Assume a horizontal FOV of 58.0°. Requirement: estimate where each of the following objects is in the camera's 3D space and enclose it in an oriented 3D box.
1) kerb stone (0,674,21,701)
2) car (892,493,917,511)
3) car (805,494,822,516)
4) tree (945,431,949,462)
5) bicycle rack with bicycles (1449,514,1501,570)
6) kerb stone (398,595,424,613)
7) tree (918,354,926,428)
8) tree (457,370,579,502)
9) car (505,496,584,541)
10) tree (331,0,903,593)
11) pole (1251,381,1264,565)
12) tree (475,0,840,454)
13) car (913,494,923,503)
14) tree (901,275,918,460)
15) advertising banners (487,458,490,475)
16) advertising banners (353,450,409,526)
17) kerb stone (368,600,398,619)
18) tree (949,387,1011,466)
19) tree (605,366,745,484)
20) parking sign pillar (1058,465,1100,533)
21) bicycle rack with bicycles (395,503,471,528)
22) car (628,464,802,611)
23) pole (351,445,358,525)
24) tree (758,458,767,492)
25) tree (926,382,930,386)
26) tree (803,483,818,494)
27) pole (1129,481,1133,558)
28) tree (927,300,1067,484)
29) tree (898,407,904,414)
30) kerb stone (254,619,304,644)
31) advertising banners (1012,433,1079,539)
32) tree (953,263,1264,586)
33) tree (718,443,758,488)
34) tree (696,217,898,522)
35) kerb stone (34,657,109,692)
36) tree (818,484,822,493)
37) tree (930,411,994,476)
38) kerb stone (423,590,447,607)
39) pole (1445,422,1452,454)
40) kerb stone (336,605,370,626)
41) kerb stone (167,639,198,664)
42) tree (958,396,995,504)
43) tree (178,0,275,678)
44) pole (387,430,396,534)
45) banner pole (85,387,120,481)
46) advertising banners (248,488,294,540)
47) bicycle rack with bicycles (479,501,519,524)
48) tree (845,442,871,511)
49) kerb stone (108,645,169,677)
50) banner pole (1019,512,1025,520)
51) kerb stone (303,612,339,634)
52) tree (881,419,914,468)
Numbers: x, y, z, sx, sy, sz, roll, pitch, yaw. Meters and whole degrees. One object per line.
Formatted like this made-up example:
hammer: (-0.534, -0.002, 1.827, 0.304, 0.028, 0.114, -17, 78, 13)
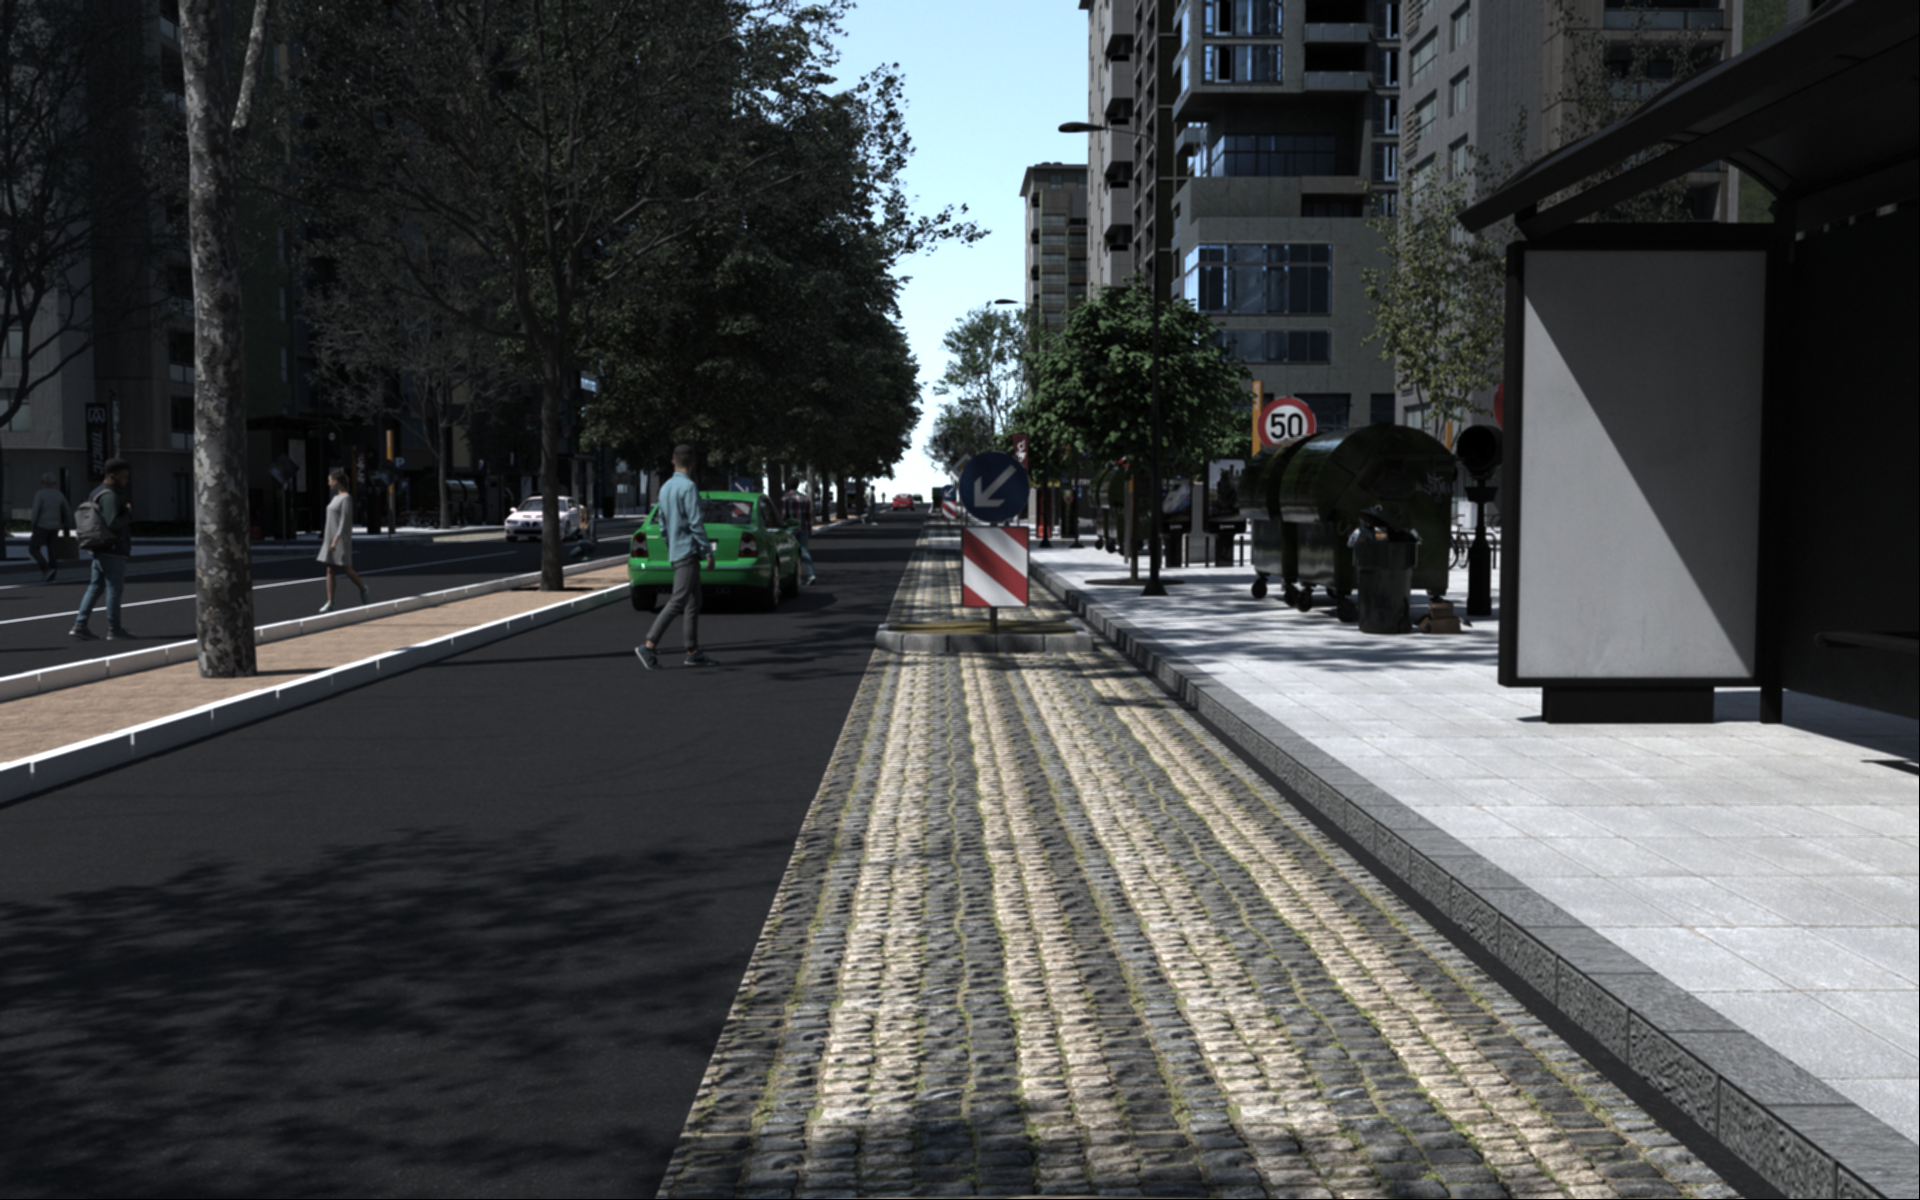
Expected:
kerb stone: (-6.656, 0.633, 11.911, 0.120, 0.150, 1.000, 0, 4, -1)
car: (-4.830, -8.591, 149.498, 2.155, 1.783, 4.494, 0, 4, 1)
car: (-10.128, -6.324, 115.407, 2.014, 1.417, 4.499, 0, 4, -1)
tree: (0.904, -12.551, 155.578, 4.360, 8.622, 3.978, 0, 3, 0)
bicycle rack with bicycles: (7.996, -1.022, 30.090, 2.852, 0.926, 2.925, -1, 4, -12)
kerb stone: (-6.779, 0.065, 21.131, 0.120, 0.150, 1.000, 0, 4, -1)
tree: (-6.568, -11.431, 96.003, 9.857, 13.997, 8.962, 0, 3, 0)
tree: (-19.666, -7.847, 78.662, 4.360, 8.622, 3.978, 0, 3, 0)
car: (-12.828, -2.542, 53.928, 2.083, 1.381, 4.827, 0, 4, -1)
tree: (-6.063, -6.881, 25.325, 12.009, 13.543, 11.850, 0, 3, 0)
pole: (5.381, -2.293, 31.340, 0.158, 3.312, 0.155, 0, 3, 0)
tree: (-5.952, -7.859, 37.615, 9.857, 13.997, 8.962, 0, 3, 0)
car: (-6.972, -16.732, 282.356, 1.959, 1.807, 4.718, 0, 4, -3)
tree: (-6.007, -9.006, 56.354, 9.857, 13.997, 8.962, 0, 3, 0)
advertising banners: (-22.812, -5.409, 84.625, 0.090, 3.025, 2.074, 0, 4, 1)
advertising banners: (-23.329, -4.501, 69.774, 2.074, 3.025, 0.090, -1, 4, -14)
kerb stone: (-6.770, 0.128, 20.103, 0.120, 0.150, 1.000, 0, 4, -1)
tree: (1.875, -10.215, 117.378, 4.360, 8.622, 3.978, 0, 3, 0)
tree: (-19.413, -12.278, 117.747, 9.611, 12.733, 9.660, 0, 3, 0)
parking sign pillar: (3.946, -4.195, 57.055, 1.447, 3.967, 1.447, 2, 4, 32)
bicycle rack with bicycles: (-20.129, -3.211, 65.889, 2.925, 0.926, 2.852, -1, 4, -12)
car: (-3.121, -0.849, 22.683, 1.959, 1.807, 4.718, 0, 4, 1)
pole: (-25.348, -4.810, 72.480, 0.158, 3.312, 0.155, 0, 3, 0)
tree: (-20.618, -13.443, 170.149, 4.737, 8.622, 4.395, 0, 3, 0)
tree: (-6.421, -12.345, 110.946, 9.857, 13.997, 8.962, 0, 3, 0)
tree: (-21.554, -15.283, 244.479, 1.663, 3.219, 1.824, 0, 3, 0)
pole: (3.432, -2.503, 34.775, 0.158, 3.312, 0.155, 0, 3, 0)
tree: (2.219, -10.142, 91.581, 9.928, 11.665, 9.643, 0, 3, 0)
tree: (-6.717, -10.196, 87.288, 7.486, 12.596, 7.792, 0, 3, 0)
kerb stone: (-6.726, 0.316, 17.033, 0.120, 0.150, 1.000, 0, 4, -1)
advertising banners: (2.442, -3.275, 49.738, 2.074, 3.025, 0.090, 2, 4, 24)
tree: (2.541, -2.504, 24.655, 4.285, 4.588, 4.351, 0, 3, 0)
tree: (-21.144, -12.428, 153.567, 4.737, 8.622, 4.395, 0, 3, 0)
tree: (-6.408, -8.842, 65.147, 7.486, 12.596, 7.792, 0, 3, 0)
kerb stone: (-6.673, 0.566, 12.934, 0.120, 0.150, 1.000, 0, 4, -1)
tree: (-22.573, -16.998, 272.519, 1.663, 3.219, 1.824, 0, 3, 0)
tree: (1.131, -15.573, 189.032, 7.601, 10.594, 8.767, 3, 5, 42)
kerb stone: (-6.800, 0.003, 22.153, 0.120, 0.150, 1.000, 0, 4, -1)
pole: (13.793, -3.370, 48.950, 0.158, 3.312, 0.155, 0, 3, 0)
kerb stone: (-6.754, 0.191, 19.079, 0.120, 0.150, 1.000, 0, 4, -1)
kerb stone: (-6.693, 0.443, 14.978, 0.120, 0.150, 1.000, 0, 4, -1)
tree: (0.137, -18.756, 217.035, 12.009, 13.543, 11.850, 0, 3, 0)
tree: (-4.512, -9.405, 12.119, 12.611, 20.169, 13.585, 0, 3, 0)
pole: (-18.208, -3.766, 55.416, 0.158, 3.312, 0.155, 0, 3, 0)
banner pole: (-20.683, -3.175, 41.922, 0.863, 3.779, 0.401, -2, 4, -27)
advertising banners: (-19.652, -3.188, 48.306, 2.074, 3.025, 0.090, 0, 4, 1)
bicycle rack with bicycles: (-20.369, -3.776, 75.115, 2.852, 0.926, 2.925, -2, 4, -24)
tree: (-6.860, -9.241, 103.907, 4.360, 8.622, 3.978, 0, 3, 0)
kerb stone: (-6.678, 0.506, 13.956, 0.120, 0.150, 1.000, 0, 4, -1)
banner pole: (2.814, -5.880, 86.147, 0.863, 3.779, 0.401, 2, 4, 30)
kerb stone: (-6.735, 0.257, 18.057, 0.120, 0.150, 1.000, 0, 4, -1)
tree: (-7.127, -11.213, 120.198, 8.767, 10.594, 7.601, 0, 4, -1)
